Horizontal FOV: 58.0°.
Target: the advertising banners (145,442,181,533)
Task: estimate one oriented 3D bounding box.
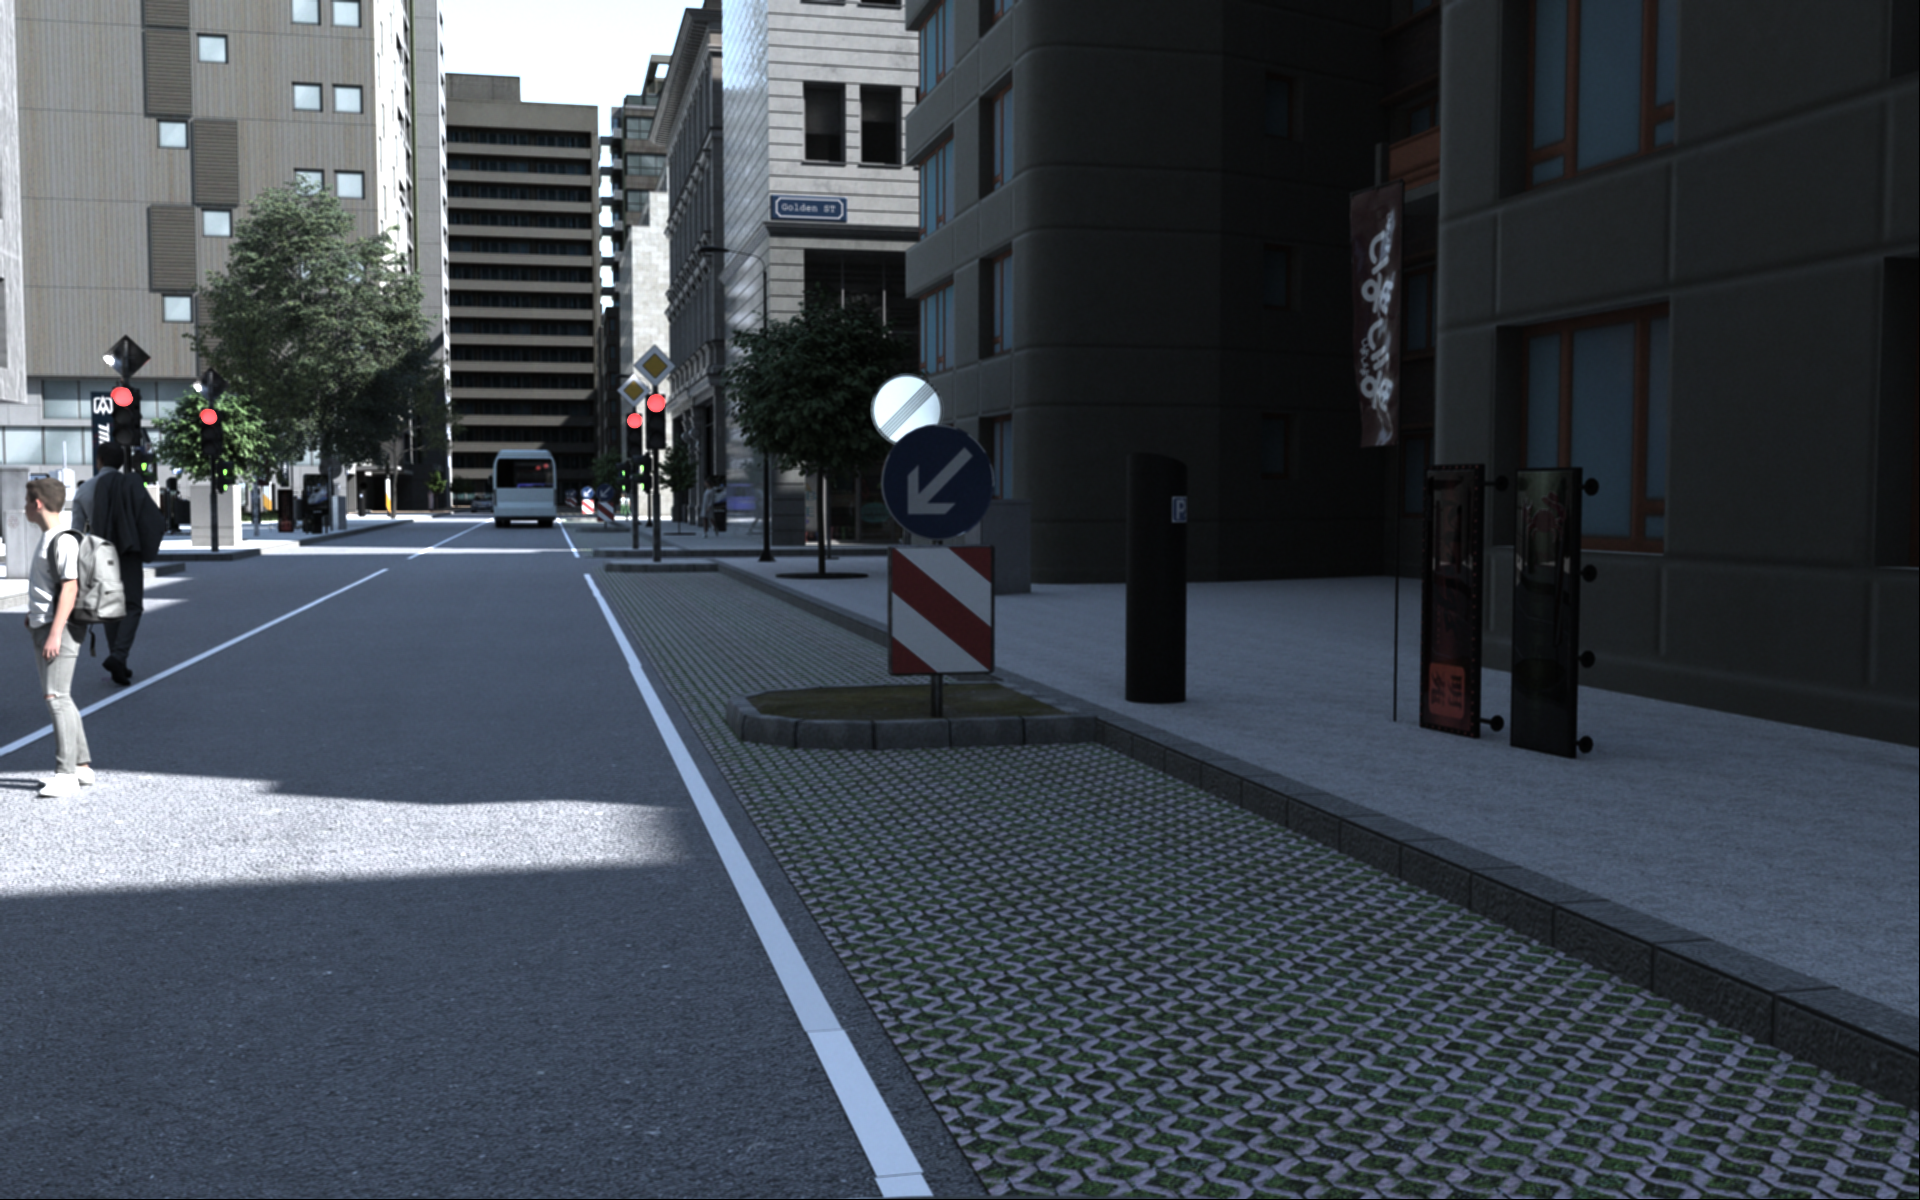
[{"bbox_3d":[-26.723,-3.782,58.024,2.074,3.025,0.090,3,4,37],"label":"advertising banners"}]

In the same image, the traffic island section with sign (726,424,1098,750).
[{"bbox_3d":[-0.400,-0.121,10.614,1.989,1.847,2.006,-1,4,-13],"label":"traffic island section with sign"}]

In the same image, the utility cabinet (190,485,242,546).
[{"bbox_3d":[-18.040,-2.038,42.003,1.173,1.500,0.318,1,4,11],"label":"utility cabinet"}]

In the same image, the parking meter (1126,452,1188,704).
[{"bbox_3d":[1.217,-0.142,10.732,0.372,1.533,0.369,0,3,0],"label":"parking meter"}]

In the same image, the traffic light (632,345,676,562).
[{"bbox_3d":[-5.768,-2.680,32.743,0.839,4.253,0.868,-1,4,-13],"label":"traffic light"}]

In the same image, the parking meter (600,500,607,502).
[{"bbox_3d":[-23.330,-6.576,113.226,0.399,1.863,0.255,0,4,7],"label":"parking meter"}]

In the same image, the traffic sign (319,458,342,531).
[{"bbox_3d":[-21.955,-3.690,60.438,0.768,2.556,0.104,-1,4,-12],"label":"traffic sign"}]

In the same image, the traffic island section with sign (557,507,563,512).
[{"bbox_3d":[-31.443,-8.042,140.118,1.989,1.847,2.006,-1,4,-13],"label":"traffic island section with sign"}]

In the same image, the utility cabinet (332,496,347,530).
[{"bbox_3d":[-22.341,-3.129,62.325,0.306,1.237,1.020,-2,4,-33],"label":"utility cabinet"}]

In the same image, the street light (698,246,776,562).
[{"bbox_3d":[-4.207,-3.679,32.690,1.470,5.913,1.316,-1,4,-13],"label":"street light"}]

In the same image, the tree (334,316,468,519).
[{"bbox_3d":[-29.142,-9.507,89.846,7.601,10.594,8.767,-1,4,-18],"label":"tree"}]

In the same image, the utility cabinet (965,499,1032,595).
[{"bbox_3d":[0.488,-0.674,22.182,0.306,1.237,1.020,3,5,40],"label":"utility cabinet"}]

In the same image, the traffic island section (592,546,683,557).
[{"bbox_3d":[-7.589,-1.122,40.632,2.009,0.180,2.903,-1,4,-13],"label":"traffic island section"}]

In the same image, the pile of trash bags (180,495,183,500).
[{"bbox_3d":[-40.539,-4.872,89.410,3.447,1.369,1.912,1,4,18],"label":"pile of trash bags"}]

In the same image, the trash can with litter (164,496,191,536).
[{"bbox_3d":[-24.736,-2.637,54.171,2.233,1.210,1.678,-2,4,-25],"label":"trash can with litter"}]

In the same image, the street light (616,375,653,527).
[{"bbox_3d":[-12.685,-5.810,67.540,1.470,5.913,1.316,-1,4,-13],"label":"street light"}]

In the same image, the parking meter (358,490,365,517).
[{"bbox_3d":[-33.929,-5.492,98.210,0.372,1.533,0.369,0,3,0],"label":"parking meter"}]

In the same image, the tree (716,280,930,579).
[{"bbox_3d":[-2.071,-2.633,26.767,4.285,4.588,4.351,0,3,0],"label":"tree"}]

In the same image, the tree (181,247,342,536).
[{"bbox_3d":[-21.212,-6.253,52.601,4.737,8.622,4.395,0,3,0],"label":"tree"}]

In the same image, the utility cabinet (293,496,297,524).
[{"bbox_3d":[-28.226,-3.775,72.877,0.306,1.237,1.020,0,4,-1],"label":"utility cabinet"}]

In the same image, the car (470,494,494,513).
[{"bbox_3d":[-37.039,-7.506,134.727,2.014,1.417,4.499,-1,4,-12],"label":"car"}]

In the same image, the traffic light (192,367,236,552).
[{"bbox_3d":[-16.536,-3.024,38.365,0.839,4.253,0.868,-1,4,-13],"label":"traffic light"}]

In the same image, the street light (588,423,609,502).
[{"bbox_3d":[-23.728,-8.648,113.934,1.470,5.913,1.316,-1,4,-13],"label":"street light"}]

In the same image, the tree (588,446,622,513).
[{"bbox_3d":[-23.531,-8.185,117.540,4.285,4.588,4.351,0,3,0],"label":"tree"}]

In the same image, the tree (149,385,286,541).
[{"bbox_3d":[-20.227,-3.890,47.319,4.285,4.588,4.351,0,3,0],"label":"tree"}]

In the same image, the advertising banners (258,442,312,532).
[{"bbox_3d":[-22.672,-3.796,58.257,2.074,3.025,0.090,-1,4,-16],"label":"advertising banners"}]

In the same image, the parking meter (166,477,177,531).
[{"bbox_3d":[-27.738,-3.380,60.978,0.255,1.863,0.399,-3,5,-44],"label":"parking meter"}]

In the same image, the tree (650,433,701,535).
[{"bbox_3d":[-8.991,-3.667,54.550,1.663,3.219,1.824,0,3,0],"label":"tree"}]

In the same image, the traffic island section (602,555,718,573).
[{"bbox_3d":[-5.727,-0.647,32.866,2.009,0.180,2.903,-1,4,-13],"label":"traffic island section"}]

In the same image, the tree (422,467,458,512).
[{"bbox_3d":[-37.986,-8.037,126.008,1.663,3.219,1.824,0,3,0],"label":"tree"}]

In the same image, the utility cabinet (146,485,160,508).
[{"bbox_3d":[-20.507,-2.097,42.964,1.173,1.500,0.318,-1,4,-16],"label":"utility cabinet"}]

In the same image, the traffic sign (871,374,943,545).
[{"bbox_3d":[-0.564,-1.123,18.467,0.768,2.556,0.104,0,4,-7],"label":"traffic sign"}]

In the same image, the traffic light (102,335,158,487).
[{"bbox_3d":[-14.674,-2.549,30.599,0.839,4.253,0.868,-1,4,-13],"label":"traffic light"}]

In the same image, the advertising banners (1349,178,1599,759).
[{"bbox_3d":[2.639,-0.796,9.195,0.090,3.025,2.074,-1,4,-21],"label":"advertising banners"}]

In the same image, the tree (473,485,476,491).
[{"bbox_3d":[-47.415,-10.381,164.337,1.663,3.219,1.824,0,3,0],"label":"tree"}]

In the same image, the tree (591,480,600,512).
[{"bbox_3d":[-26.229,-8.074,126.616,1.663,3.219,1.824,0,3,0],"label":"tree"}]

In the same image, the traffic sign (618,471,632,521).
[{"bbox_3d":[-15.650,-4.969,81.347,0.768,2.556,0.104,0,4,-8],"label":"traffic sign"}]

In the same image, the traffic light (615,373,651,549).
[{"bbox_3d":[-7.630,-3.155,40.509,0.839,4.253,0.868,-1,4,-13],"label":"traffic light"}]

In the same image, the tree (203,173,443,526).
[{"bbox_3d":[-25.338,-9.940,69.171,9.857,13.997,8.962,0,3,0],"label":"tree"}]

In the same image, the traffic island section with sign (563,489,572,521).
[{"bbox_3d":[-19.761,-5.059,91.349,1.989,1.847,2.006,-1,4,-13],"label":"traffic island section with sign"}]

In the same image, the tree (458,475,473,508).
[{"bbox_3d":[-46.547,-10.151,160.565,1.663,3.219,1.824,0,3,0],"label":"tree"}]

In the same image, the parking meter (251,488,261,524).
[{"bbox_3d":[-30.419,-4.062,74.822,0.372,1.533,0.369,0,3,0],"label":"parking meter"}]

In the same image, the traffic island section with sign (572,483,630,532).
[{"bbox_3d":[-13.469,-3.456,65.136,1.989,1.847,2.006,-1,4,-13],"label":"traffic island section with sign"}]

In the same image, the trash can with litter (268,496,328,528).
[{"bbox_3d":[-25.048,-3.309,65.155,2.233,1.210,1.678,2,4,28],"label":"trash can with litter"}]

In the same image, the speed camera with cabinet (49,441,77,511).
[{"bbox_3d":[-33.552,-4.375,65.864,0.660,3.252,2.038,2,4,24],"label":"speed camera with cabinet"}]
